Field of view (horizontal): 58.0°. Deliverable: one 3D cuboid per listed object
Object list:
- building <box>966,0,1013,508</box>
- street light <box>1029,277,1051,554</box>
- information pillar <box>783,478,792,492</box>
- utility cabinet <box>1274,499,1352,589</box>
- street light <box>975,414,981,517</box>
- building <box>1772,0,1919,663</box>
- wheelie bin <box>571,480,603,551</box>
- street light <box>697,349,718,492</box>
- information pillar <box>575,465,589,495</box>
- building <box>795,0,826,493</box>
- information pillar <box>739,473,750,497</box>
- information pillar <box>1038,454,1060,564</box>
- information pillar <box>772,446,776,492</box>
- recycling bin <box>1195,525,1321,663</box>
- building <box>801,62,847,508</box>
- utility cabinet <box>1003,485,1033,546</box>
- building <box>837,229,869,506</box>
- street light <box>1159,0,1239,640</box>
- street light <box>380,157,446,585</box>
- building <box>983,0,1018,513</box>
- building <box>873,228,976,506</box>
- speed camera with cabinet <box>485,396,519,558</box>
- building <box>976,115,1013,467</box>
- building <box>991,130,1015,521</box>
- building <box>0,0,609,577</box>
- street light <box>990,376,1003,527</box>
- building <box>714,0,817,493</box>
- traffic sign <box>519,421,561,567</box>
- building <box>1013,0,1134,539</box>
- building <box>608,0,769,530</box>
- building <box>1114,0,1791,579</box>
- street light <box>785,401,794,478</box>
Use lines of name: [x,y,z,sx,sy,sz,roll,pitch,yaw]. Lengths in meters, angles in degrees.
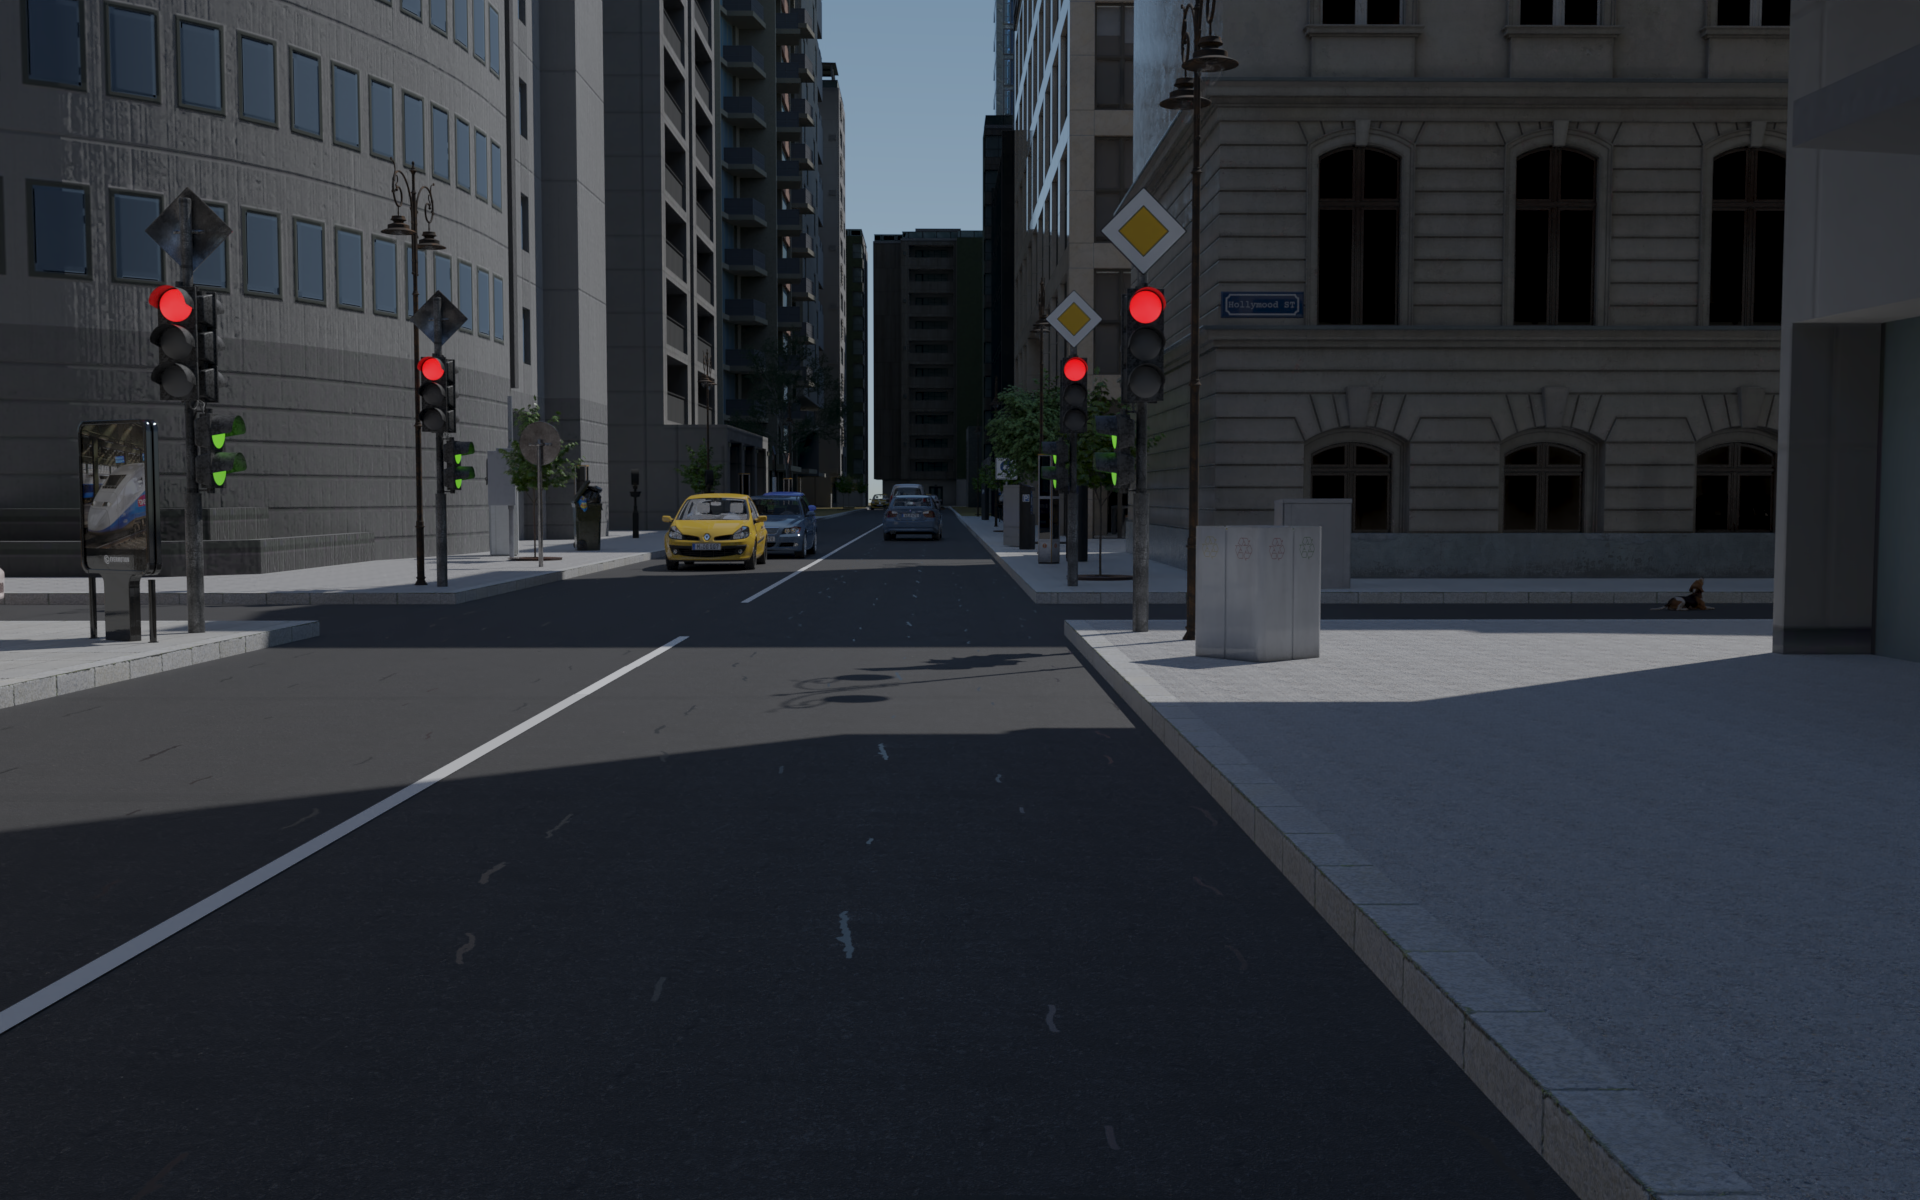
building: [12.019,-51.633,156.863,22.319,86.520,31.000,0,4,-1]
street light: [1.743,-3.934,37.103,0.468,5.910,1.993,0,4,-1]
information pillar: [-8.022,-4.666,80.785,0.304,2.012,0.304,2,4,25]
utility cabinet: [4.774,-0.753,23.470,1.020,1.237,0.306,-1,4,-15]
street light: [1.023,-7.679,98.337,0.468,5.910,1.993,0,4,-1]
building: [17.821,-25.144,0.350,28.713,52.752,27.495,0,4,-1]
wheelie bin: [-8.482,-1.929,39.454,0.693,1.594,0.980,-1,4,-19]
street light: [-8.051,-5.049,55.337,0.468,5.910,1.993,0,4,-1]
information pillar: [-9.651,-2.431,44.247,0.304,2.012,0.304,0,4,1]
building: [-25.264,-33.747,141.003,28.713,52.752,27.495,0,4,-1]
information pillar: [-7.686,-3.501,61.741,0.304,2.012,0.304,-2,4,-32]
information pillar: [1.634,-1.670,31.789,0.304,2.012,0.304,2,4,35]
information pillar: [-9.075,-5.706,84.643,0.183,3.616,0.504,-1,4,-18]
recycling bin: [2.343,-0.066,13.628,0.722,1.027,0.722,-3,4,-38]
building: [-18.089,-29.553,166.781,14.086,41.232,14.154,0,4,-1]
utility cabinet: [1.420,-2.048,42.159,0.318,1.500,1.173,-1,4,-21]
building: [-17.214,-25.598,190.221,14.107,30.474,14.160,0,4,-1]
street light: [2.050,-2.587,15.086,0.468,5.910,1.993,0,4,-1]
street light: [-7.593,-3.146,24.221,0.468,5.910,1.993,0,4,-1]
building: [12.025,-41.505,116.852,20.563,71.187,20.611,0,4,-1]
building: [-2.555,-25.658,191.211,14.107,30.474,14.160,0,4,-1]
speed camera with cabinet: [-9.414,-2.526,35.634,0.660,3.252,2.038,-1,4,-13]
building: [8.717,-22.243,135.377,14.160,30.474,14.107,0,4,-1]
building: [8.034,-15.964,90.694,12.332,23.373,15.834,0,4,-1]
building: [-20.984,-30.264,36.817,21.231,58.520,28.212,0,4,-1]
street light: [1.415,-5.814,67.845,0.468,5.910,1.993,0,4,-1]
building: [-21.022,-28.035,112.998,22.147,44.769,28.867,0,4,-1]
traffic sign: [-7.373,-1.852,30.393,0.768,2.556,0.104,1,4,8]
building: [12.436,-15.975,65.714,19.350,26.468,34.151,0,4,-1]
building: [-18.535,-38.582,69.068,20.563,71.187,20.611,0,4,-1]
building: [20.676,-12.953,30.868,34.723,24.649,14.460,0,4,-1]
street light: [-8.426,-6.914,85.829,0.468,5.910,1.993,0,4,-1]
